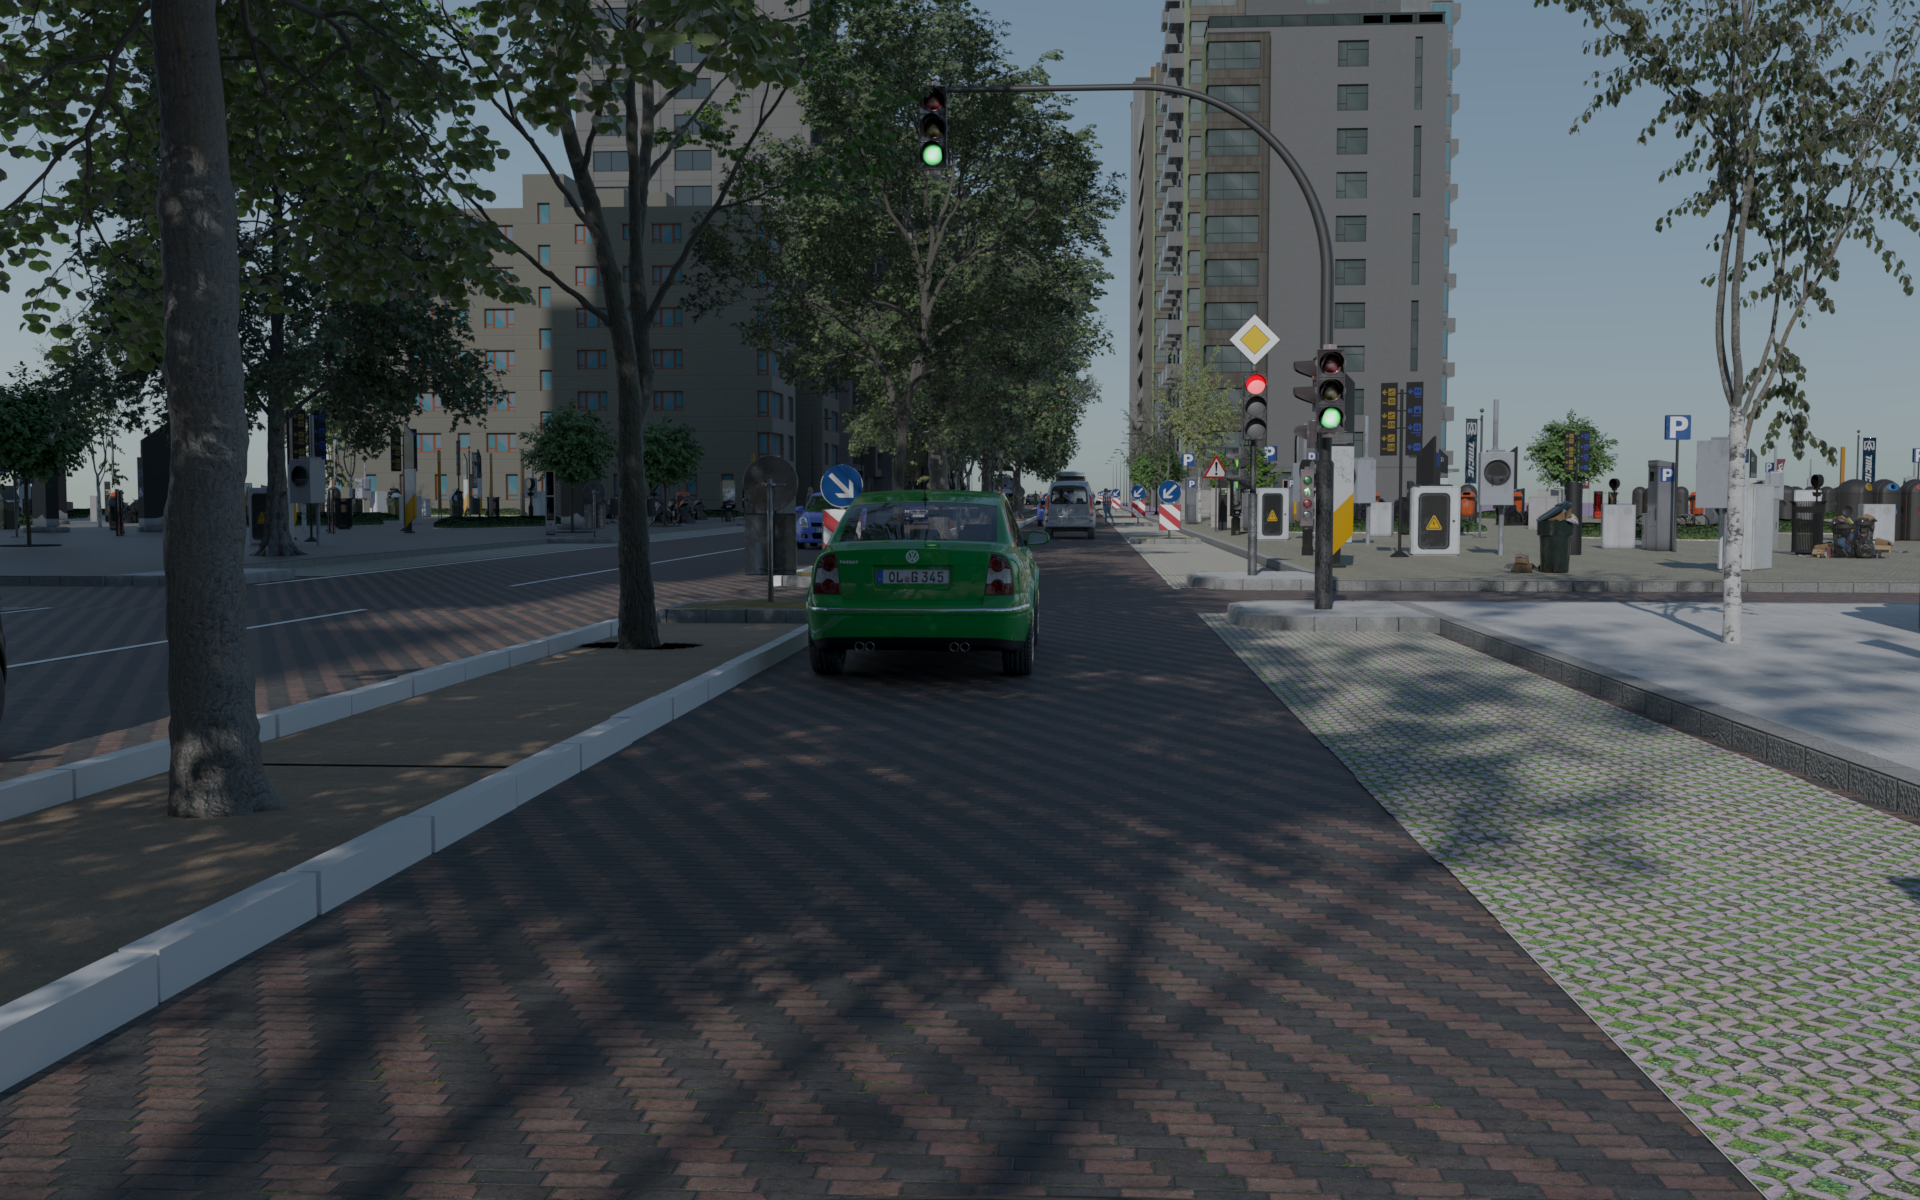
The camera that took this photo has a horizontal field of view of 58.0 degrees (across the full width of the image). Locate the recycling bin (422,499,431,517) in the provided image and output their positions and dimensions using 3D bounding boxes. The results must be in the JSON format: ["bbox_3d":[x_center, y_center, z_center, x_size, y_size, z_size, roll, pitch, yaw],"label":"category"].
[{"bbox_3d":[-29.996,-5.142,96.632,0.722,1.027,0.722,1,4,10],"label":"recycling bin"}]

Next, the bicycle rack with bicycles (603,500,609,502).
[{"bbox_3d":[-21.327,-5.250,99.211,2.852,0.926,2.925,-3,5,-40],"label":"bicycle rack with bicycles"}]

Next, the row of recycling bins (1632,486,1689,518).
[{"bbox_3d":[37.806,-5.289,93.595,1.069,1.692,3.534,-2,4,-27],"label":"row of recycling bins"}]

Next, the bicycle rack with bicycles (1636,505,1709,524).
[{"bbox_3d":[23.418,-2.722,57.880,2.925,0.926,2.852,2,4,25],"label":"bicycle rack with bicycles"}]

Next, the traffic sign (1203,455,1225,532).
[{"bbox_3d":[8.597,-3.556,58.138,0.884,2.594,0.081,0,4,7],"label":"traffic sign"}]

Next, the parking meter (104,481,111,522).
[{"bbox_3d":[-39.053,-4.505,79.366,0.255,1.863,0.399,-2,4,-26],"label":"parking meter"}]

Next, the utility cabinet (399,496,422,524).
[{"bbox_3d":[-23.582,-3.865,74.359,0.306,1.237,1.020,2,4,31],"label":"utility cabinet"}]

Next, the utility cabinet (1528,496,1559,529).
[{"bbox_3d":[21.398,-3.201,63.506,1.020,1.237,0.306,2,4,30],"label":"utility cabinet"}]

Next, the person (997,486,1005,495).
[{"bbox_3d":[1.929,-4.595,83.638,0.555,1.821,0.388,-1,4,-16],"label":"person"}]

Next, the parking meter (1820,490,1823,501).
[{"bbox_3d":[44.131,-4.933,89.066,0.372,1.533,0.369,0,3,0],"label":"parking meter"}]

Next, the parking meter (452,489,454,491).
[{"bbox_3d":[-26.402,-5.038,90.779,0.372,1.533,0.369,0,3,0],"label":"parking meter"}]

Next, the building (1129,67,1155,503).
[{"bbox_3d":[34.615,-43.024,245.445,21.231,58.520,28.212,0,4,4],"label":"building"}]

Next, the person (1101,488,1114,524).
[{"bbox_3d":[7.040,-4.491,82.760,0.563,1.720,0.643,-3,4,-37],"label":"person"}]

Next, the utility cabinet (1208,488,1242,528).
[{"bbox_3d":[9.997,-3.440,64.925,1.173,1.500,0.318,3,4,38],"label":"utility cabinet"}]

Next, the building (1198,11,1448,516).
[{"bbox_3d":[21.939,-20.590,108.346,14.160,30.474,14.107,0,4,4],"label":"building"}]

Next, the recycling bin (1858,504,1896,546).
[{"bbox_3d":[22.837,-1.873,43.173,0.722,1.027,0.722,1,4,17],"label":"recycling bin"}]

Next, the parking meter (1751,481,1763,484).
[{"bbox_3d":[14.934,-1.486,32.706,0.372,1.533,0.369,0,3,0],"label":"parking meter"}]

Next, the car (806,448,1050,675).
[{"bbox_3d":[-0.208,-0.386,15.115,1.959,1.807,4.718,0,4,4],"label":"car"}]

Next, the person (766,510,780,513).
[{"bbox_3d":[-5.304,-2.490,49.392,0.537,1.800,0.526,-1,4,-21],"label":"person"}]

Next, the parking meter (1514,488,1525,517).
[{"bbox_3d":[23.738,-3.975,73.406,0.372,1.533,0.369,0,3,0],"label":"parking meter"}]

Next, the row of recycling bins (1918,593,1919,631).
[{"bbox_3d":[10.080,-0.586,16.696,1.069,1.692,3.534,3,5,43],"label":"row of recycling bins"}]

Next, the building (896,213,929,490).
[{"bbox_3d":[-14.613,-33.603,204.039,22.147,44.769,28.867,0,4,4],"label":"building"}]

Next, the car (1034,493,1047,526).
[{"bbox_3d":[4.322,-4.192,78.134,1.945,1.707,3.694,0,4,2],"label":"car"}]

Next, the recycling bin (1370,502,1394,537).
[{"bbox_3d":[12.713,-2.435,52.371,0.722,1.027,0.722,1,4,20],"label":"recycling bin"}]

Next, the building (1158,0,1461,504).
[{"bbox_3d":[28.163,-32.113,144.655,23.786,49.044,30.456,0,4,4],"label":"building"}]

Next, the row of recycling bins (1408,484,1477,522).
[{"bbox_3d":[20.192,-4.005,72.601,1.069,1.692,3.534,-2,4,-32],"label":"row of recycling bins"}]

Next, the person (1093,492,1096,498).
[{"bbox_3d":[17.410,-13.355,227.376,1.217,1.766,0.721,-3,5,-44],"label":"person"}]

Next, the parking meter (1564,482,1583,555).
[{"bbox_3d":[12.917,-1.718,36.498,0.372,1.533,0.369,0,3,0],"label":"parking meter"}]

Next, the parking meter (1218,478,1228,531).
[{"bbox_3d":[9.262,-3.384,61.042,0.255,1.863,0.399,0,4,-5],"label":"parking meter"}]

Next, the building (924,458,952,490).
[{"bbox_3d":[-15.972,-23.817,234.448,27.650,21.520,28.899,0,4,4],"label":"building"}]

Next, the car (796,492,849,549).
[{"bbox_3d":[-3.367,-2.246,46.315,1.945,1.707,3.694,0,4,3],"label":"car"}]

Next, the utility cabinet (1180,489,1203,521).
[{"bbox_3d":[11.007,-4.546,83.003,0.318,1.500,1.173,-2,4,-33],"label":"utility cabinet"}]

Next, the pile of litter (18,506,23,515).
[{"bbox_3d":[-42.171,-3.903,77.782,1.719,0.858,1.176,3,4,38],"label":"pile of litter"}]

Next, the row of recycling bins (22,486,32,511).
[{"bbox_3d":[-48.774,-5.089,90.310,1.069,1.692,3.534,0,4,-1],"label":"row of recycling bins"}]

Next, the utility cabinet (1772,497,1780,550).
[{"bbox_3d":[18.731,-1.773,40.147,0.306,1.237,1.020,3,4,36],"label":"utility cabinet"}]

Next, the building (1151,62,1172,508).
[{"bbox_3d":[25.591,-29.588,167.358,14.154,41.232,14.086,0,4,4],"label":"building"}]

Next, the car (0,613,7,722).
[{"bbox_3d":[-6.323,0.100,8.149,2.009,1.686,4.222,0,4,3],"label":"car"}]

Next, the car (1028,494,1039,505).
[{"bbox_3d":[9.901,-13.122,226.341,2.131,1.459,4.920,0,4,3],"label":"car"}]

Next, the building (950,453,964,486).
[{"bbox_3d":[-6.857,-29.602,255.689,14.160,30.474,14.107,0,4,4],"label":"building"}]

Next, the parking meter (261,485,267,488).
[{"bbox_3d":[-42.204,-6.080,105.113,0.399,1.863,0.255,-1,4,-21],"label":"parking meter"}]

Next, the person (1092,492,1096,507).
[{"bbox_3d":[14.816,-11.231,193.050,0.530,1.710,0.541,-2,4,-29],"label":"person"}]

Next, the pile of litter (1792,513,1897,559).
[{"bbox_3d":[17.745,-1.281,34.902,1.719,0.858,1.176,3,4,38],"label":"pile of litter"}]

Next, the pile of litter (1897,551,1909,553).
[{"bbox_3d":[20.023,-1.482,38.192,1.719,0.858,1.176,2,4,33],"label":"pile of litter"}]

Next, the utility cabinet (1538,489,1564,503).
[{"bbox_3d":[25.844,-4.093,75.598,0.318,1.500,1.173,-3,5,-44],"label":"utility cabinet"}]

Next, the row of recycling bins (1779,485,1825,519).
[{"bbox_3d":[45.390,-5.166,91.573,3.534,1.692,1.069,-1,4,-11],"label":"row of recycling bins"}]

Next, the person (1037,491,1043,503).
[{"bbox_3d":[9.134,-11.473,196.798,1.217,1.736,0.721,2,4,28],"label":"person"}]

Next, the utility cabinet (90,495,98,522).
[{"bbox_3d":[-40.708,-4.297,81.425,0.306,1.237,1.020,-2,4,-24],"label":"utility cabinet"}]

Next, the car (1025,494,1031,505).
[{"bbox_3d":[9.956,-14.080,239.240,2.155,1.783,4.494,0,4,4],"label":"car"}]

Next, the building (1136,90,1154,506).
[{"bbox_3d":[31.196,-35.059,196.921,21.300,48.544,21.600,0,4,4],"label":"building"}]

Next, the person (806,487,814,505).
[{"bbox_3d":[-7.534,-4.860,88.137,0.709,1.800,0.728,3,5,40],"label":"person"}]

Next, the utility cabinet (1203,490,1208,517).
[{"bbox_3d":[13.572,-5.351,96.160,1.173,1.500,0.318,3,5,44],"label":"utility cabinet"}]

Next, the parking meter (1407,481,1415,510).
[{"bbox_3d":[19.753,-4.295,75.936,0.255,1.863,0.399,0,4,-4],"label":"parking meter"}]

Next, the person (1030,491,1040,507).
[{"bbox_3d":[8.382,-11.265,192.698,1.348,1.821,0.705,-2,4,-31],"label":"person"}]

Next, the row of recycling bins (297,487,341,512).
[{"bbox_3d":[-36.689,-5.591,98.522,3.534,1.692,1.069,2,4,24],"label":"row of recycling bins"}]

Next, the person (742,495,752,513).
[{"bbox_3d":[-9.270,-4.109,75.492,0.447,1.846,0.655,0,4,-3],"label":"person"}]

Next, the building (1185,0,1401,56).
[{"bbox_3d":[22.795,-26.839,122.406,14.154,41.232,14.086,0,4,4],"label":"building"}]

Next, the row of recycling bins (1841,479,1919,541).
[{"bbox_3d":[25.770,-2.472,47.525,3.534,1.692,1.069,0,4,-6],"label":"row of recycling bins"}]

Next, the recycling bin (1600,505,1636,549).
[{"bbox_3d":[15.464,-1.722,40.706,0.722,1.027,0.722,1,4,17],"label":"recycling bin"}]

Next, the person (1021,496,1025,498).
[{"bbox_3d":[7.971,-12.662,218.706,0.628,1.438,0.799,-3,5,-43],"label":"person"}]
